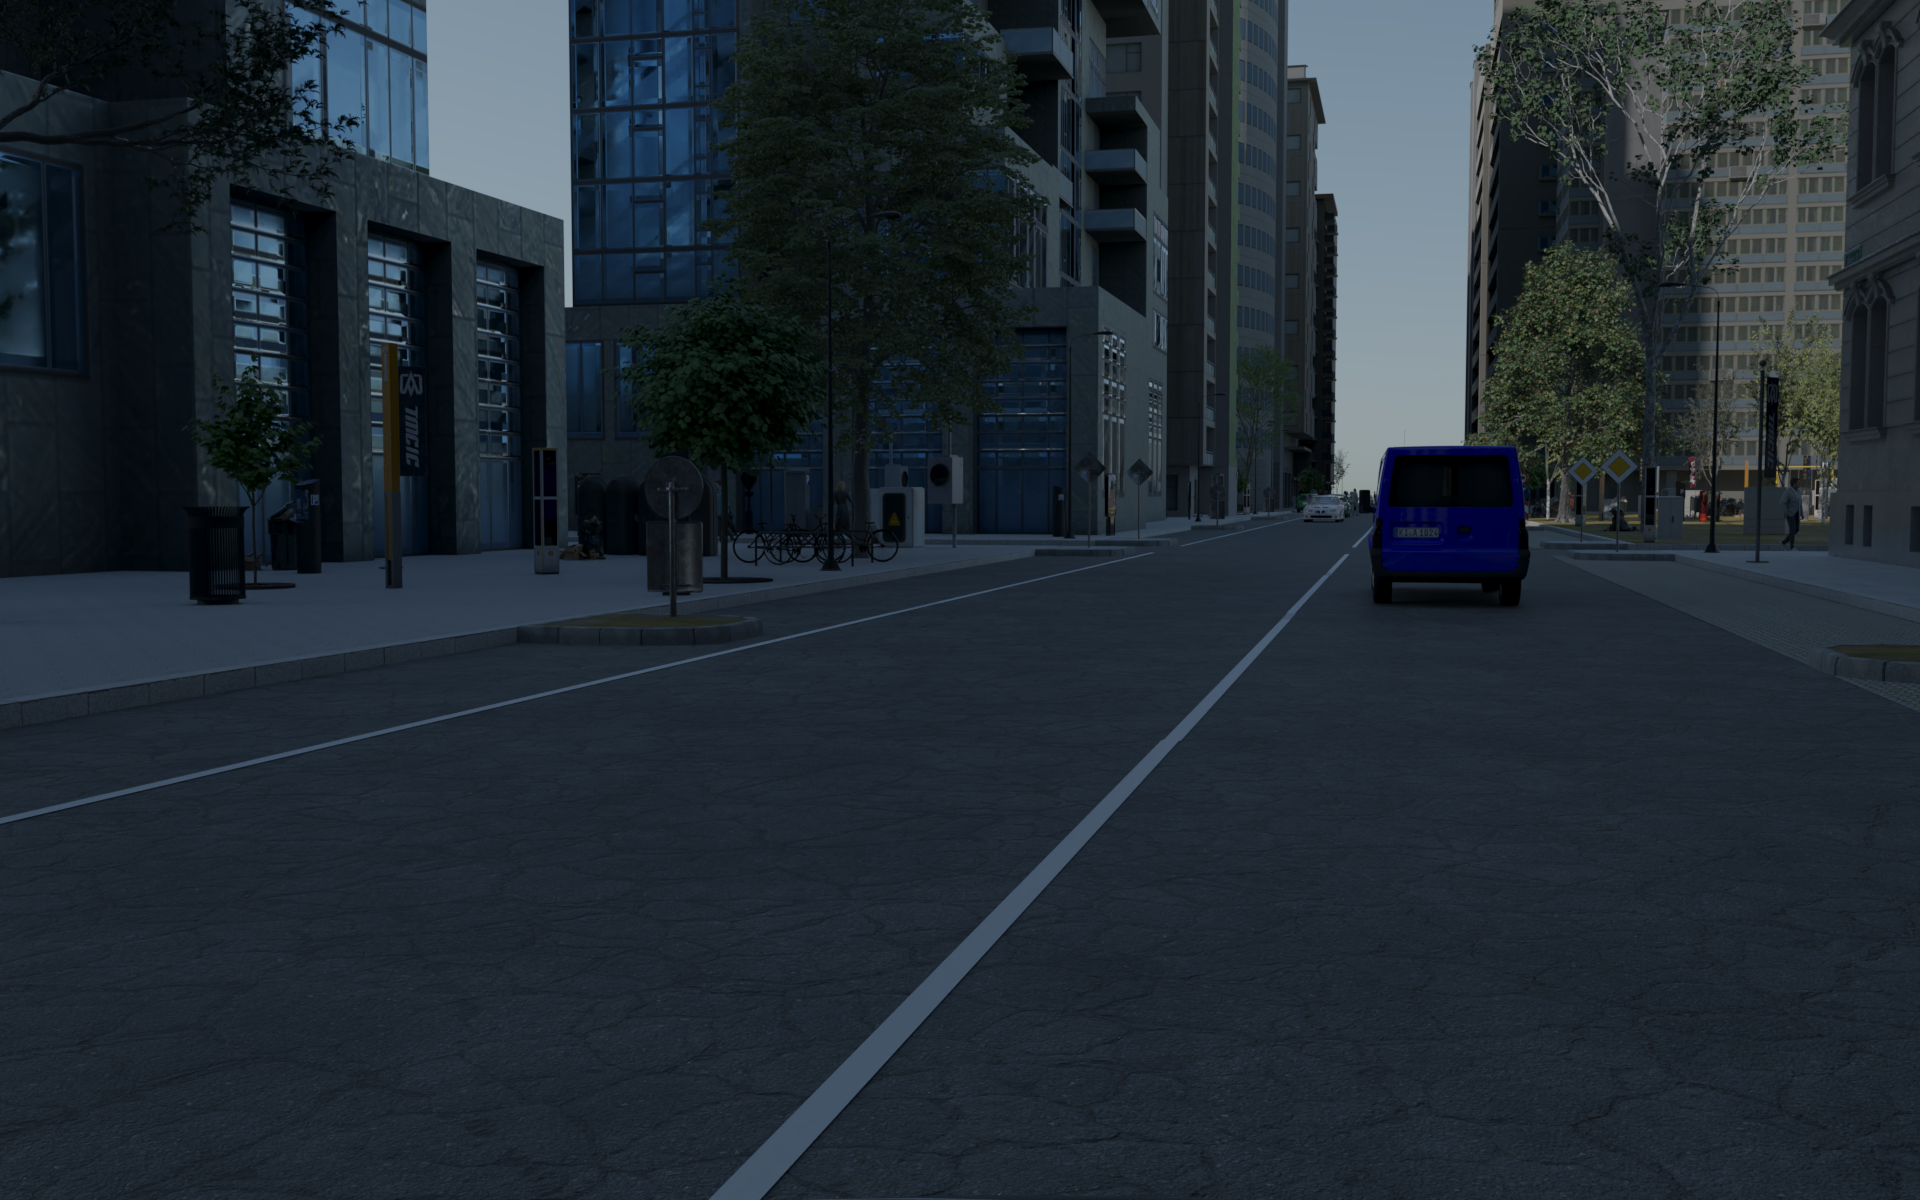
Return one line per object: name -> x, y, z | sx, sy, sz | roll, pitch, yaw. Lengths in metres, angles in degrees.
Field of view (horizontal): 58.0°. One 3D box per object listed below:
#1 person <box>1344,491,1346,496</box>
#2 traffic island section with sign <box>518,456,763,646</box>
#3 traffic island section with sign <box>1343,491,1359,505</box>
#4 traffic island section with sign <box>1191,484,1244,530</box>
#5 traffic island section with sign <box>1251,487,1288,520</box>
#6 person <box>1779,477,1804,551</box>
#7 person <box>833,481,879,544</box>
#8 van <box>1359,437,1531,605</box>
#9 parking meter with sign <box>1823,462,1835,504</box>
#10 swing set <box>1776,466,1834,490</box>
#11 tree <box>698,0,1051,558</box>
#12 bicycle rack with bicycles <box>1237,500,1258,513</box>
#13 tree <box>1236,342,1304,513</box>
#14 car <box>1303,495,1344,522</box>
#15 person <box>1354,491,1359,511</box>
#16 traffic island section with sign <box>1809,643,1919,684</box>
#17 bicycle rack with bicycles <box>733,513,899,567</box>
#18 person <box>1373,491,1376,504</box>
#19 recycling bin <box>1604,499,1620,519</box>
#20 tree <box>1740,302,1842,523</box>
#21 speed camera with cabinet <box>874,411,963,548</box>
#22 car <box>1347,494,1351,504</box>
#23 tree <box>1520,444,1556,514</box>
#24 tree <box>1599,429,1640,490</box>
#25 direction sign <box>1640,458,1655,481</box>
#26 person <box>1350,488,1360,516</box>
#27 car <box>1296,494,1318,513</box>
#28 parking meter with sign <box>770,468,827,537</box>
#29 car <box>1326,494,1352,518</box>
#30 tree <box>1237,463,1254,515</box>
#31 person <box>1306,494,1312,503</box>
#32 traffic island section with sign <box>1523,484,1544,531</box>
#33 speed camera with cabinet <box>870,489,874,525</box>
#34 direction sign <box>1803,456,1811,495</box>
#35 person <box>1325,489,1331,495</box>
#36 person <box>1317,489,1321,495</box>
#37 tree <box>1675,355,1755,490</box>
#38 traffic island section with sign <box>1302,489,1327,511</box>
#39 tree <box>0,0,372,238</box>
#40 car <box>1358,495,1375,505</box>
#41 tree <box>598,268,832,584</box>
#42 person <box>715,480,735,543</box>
person -> 41.967, -11.022, 188.792 | 0.705, 1.814, 1.350 | 0, 4, 2
traffic island section with sign -> -3.079, -0.535, 17.374 | 1.989, 1.847, 2.006 | 1, 4, 14
traffic island section with sign -> 57.109, -14.888, 252.054 | 1.989, 1.847, 2.006 | 1, 4, 14
traffic island section with sign -> 10.458, -3.763, 70.159 | 1.989, 1.847, 2.006 | 1, 4, 14
traffic island section with sign -> 17.384, -5.415, 97.167 | 1.989, 1.847, 2.006 | 1, 4, 14
person -> 20.392, -2.092, 42.557 | 0.661, 1.843, 0.795 | -1, 4, -21
person -> -2.984, -2.462, 48.970 | 1.509, 1.804, 0.699 | 1, 4, 20
van -> 6.704, -1.208, 24.133 | 2.240, 2.365, 5.245 | 1, 4, 13
parking meter with sign -> 47.476, -5.970, 93.871 | 1.738, 3.016, 0.543 | -2, 4, -24
swing set -> 47.467, -6.114, 97.588 | 3.119, 2.851, 2.862 | 2, 4, 32
tree -> -1.750, -7.134, 34.769 | 7.486, 12.596, 7.792 | 0, 3, 0
bicycle rack with bicycles -> 18.559, -6.227, 115.190 | 2.852, 0.926, 2.925 | -1, 4, -22
tree -> 19.610, -11.728, 117.503 | 9.928, 11.665, 9.643 | 0, 3, 0
car -> 18.758, -4.699, 89.185 | 2.083, 1.381, 4.827 | 1, 4, 16
person -> 34.392, -8.690, 150.586 | 0.705, 1.823, 1.348 | 0, 4, -6
traffic island section with sign -> 7.931, -0.311, 13.718 | 1.989, 1.847, 2.006 | 1, 4, 14
bicycle rack with bicycles -> -2.776, -1.124, 31.758 | 2.925, 0.926, 2.852 | 1, 4, 10
person -> 59.350, -14.644, 248.026 | 0.705, 1.812, 1.348 | 1, 4, 18
recycling bin -> 33.403, -4.665, 88.831 | 0.722, 1.027, 0.722 | 2, 4, 29
tree -> 32.345, -7.167, 67.542 | 4.737, 8.622, 4.395 | 0, 3, 0
speed camera with cabinet -> -0.947, -2.874, 41.325 | 2.038, 3.252, 0.660 | 2, 4, 29
car -> 51.799, -13.505, 230.589 | 2.009, 1.686, 4.222 | 1, 4, 15
tree -> 36.809, -7.856, 112.166 | 4.285, 4.588, 4.351 | 0, 3, 0
tree -> 42.577, -9.844, 111.318 | 4.360, 8.622, 3.978 | 0, 3, 0
direction sign -> 41.907, -6.949, 105.620 | 0.876, 3.537, 0.379 | 2, 4, 31
person -> 26.162, -6.494, 114.775 | 0.635, 1.810, 0.391 | 3, 4, 36
car -> 26.781, -7.597, 133.001 | 1.959, 1.807, 4.718 | 1, 4, 12
parking meter with sign -> -4.840, -3.381, 51.542 | 1.738, 3.016, 0.543 | 1, 4, 14
car -> 23.097, -5.809, 106.778 | 2.131, 1.459, 4.920 | 1, 4, 15
tree -> 17.071, -6.876, 107.025 | 1.663, 3.219, 1.824 | 0, 3, 0
person -> 25.652, -7.070, 127.315 | 0.599, 1.433, 0.991 | 2, 4, 35
traffic island section with sign -> 21.900, -3.644, 68.204 | 1.989, 1.847, 2.006 | 1, 4, 14
speed camera with cabinet -> -2.191, -3.603, 53.243 | 0.660, 3.252, 2.038 | 1, 4, 18
direction sign -> 49.856, -6.729, 102.017 | 0.876, 3.537, 0.379 | -3, 5, -39
person -> 26.728, -7.177, 125.857 | 1.348, 1.822, 0.705 | -1, 4, -15
person -> 28.454, -7.847, 136.939 | 0.705, 1.807, 1.348 | 2, 4, 33
tree -> 40.273, -8.694, 92.511 | 4.360, 8.622, 3.978 | 0, 3, 0
traffic island section with sign -> 29.703, -8.353, 145.207 | 1.989, 1.847, 2.006 | 1, 4, 14
tree -> -6.676, -4.645, 10.352 | 7.601, 10.594, 8.767 | -1, 4, -11
car -> 52.399, -12.898, 223.240 | 2.083, 1.381, 4.827 | 1, 4, 14
tree -> -3.549, -2.544, 25.304 | 4.285, 4.588, 4.351 | 0, 3, 0
person -> -6.647, -2.468, 48.864 | 0.620, 1.820, 0.660 | -2, 4, -33
